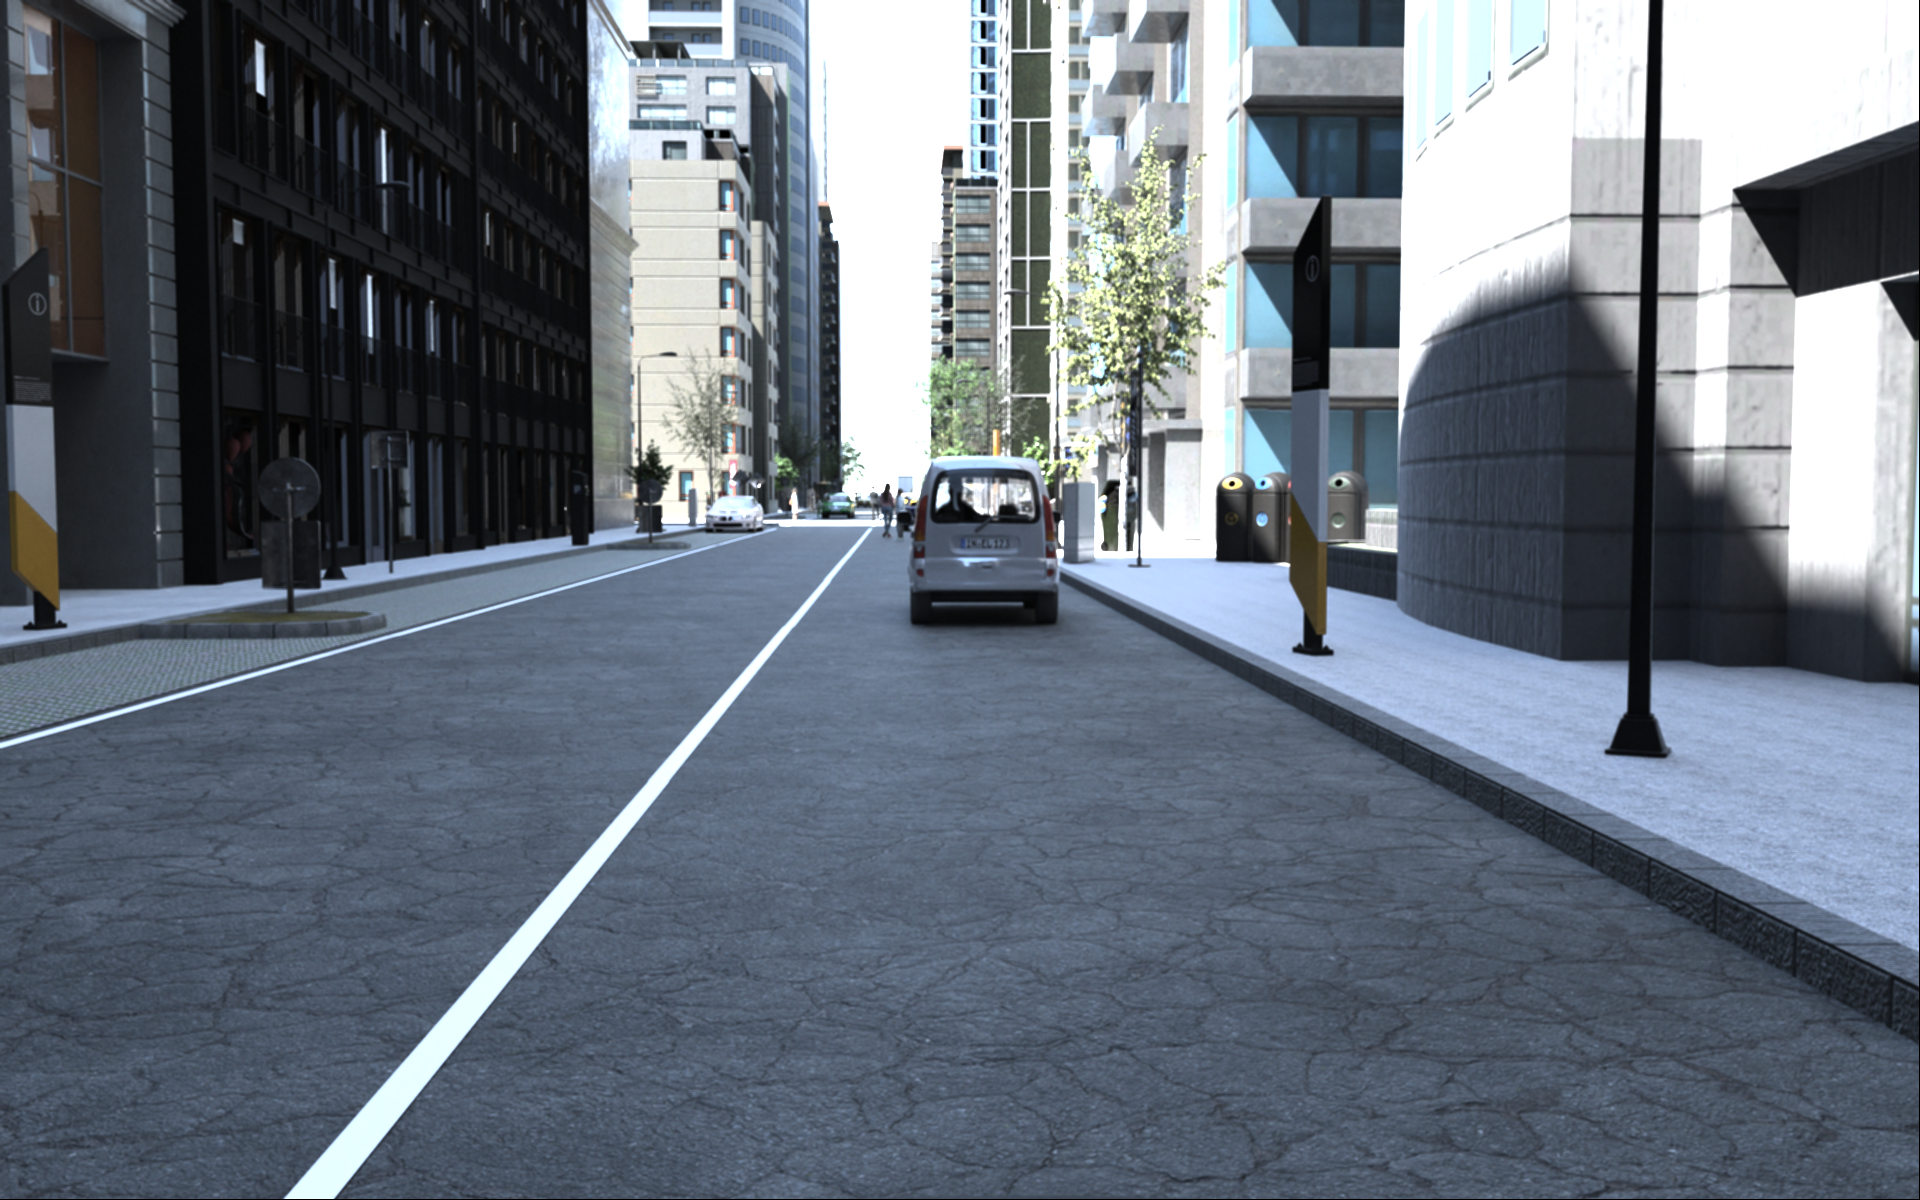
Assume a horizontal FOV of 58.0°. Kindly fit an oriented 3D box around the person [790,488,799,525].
[{"bbox_3d":[-7.683,-4.353,80.683,0.522,1.701,0.512,-1,4,-22],"label":"person"}]

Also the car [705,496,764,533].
[{"bbox_3d":[-8.515,-3.256,65.591,2.083,1.381,4.827,0,4,-1],"label":"car"}]

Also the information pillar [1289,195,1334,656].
[{"bbox_3d":[2.811,-1.378,13.884,0.183,3.616,0.504,-1,4,-17],"label":"information pillar"}]

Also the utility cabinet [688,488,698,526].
[{"bbox_3d":[-10.585,-3.668,68.644,0.318,1.500,1.173,0,4,-5],"label":"utility cabinet"}]

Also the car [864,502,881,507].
[{"bbox_3d":[-9.882,-11.224,195.867,2.083,1.381,4.827,0,3,0],"label":"car"}]

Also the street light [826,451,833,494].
[{"bbox_3d":[-14.408,-13.031,185.593,1.470,5.913,1.316,0,4,-2],"label":"street light"}]

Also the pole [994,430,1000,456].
[{"bbox_3d":[1.180,-3.761,55.341,0.158,3.312,0.155,0,3,0],"label":"pole"}]

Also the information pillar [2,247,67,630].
[{"bbox_3d":[-8.731,-1.525,16.296,0.183,3.616,0.504,1,4,17],"label":"information pillar"}]

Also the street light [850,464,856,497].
[{"bbox_3d":[-17.287,-18.069,267.971,1.470,5.913,1.316,0,4,-2],"label":"street light"}]

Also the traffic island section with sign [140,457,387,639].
[{"bbox_3d":[-7.103,-0.571,17.962,1.989,1.847,2.006,0,4,-2],"label":"traffic island section with sign"}]

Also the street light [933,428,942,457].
[{"bbox_3d":[-1.219,-9.153,122.192,1.470,5.913,1.316,0,4,-2],"label":"street light"}]

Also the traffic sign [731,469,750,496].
[{"bbox_3d":[-8.886,-4.064,70.088,0.795,2.450,0.064,0,4,-2],"label":"traffic sign"}]

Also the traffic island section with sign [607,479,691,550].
[{"bbox_3d":[-8.061,-2.230,45.096,1.989,1.847,2.006,0,4,-2],"label":"traffic island section with sign"}]

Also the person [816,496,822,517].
[{"bbox_3d":[-8.663,-5.771,107.112,0.590,1.304,0.306,-2,4,-27],"label":"person"}]

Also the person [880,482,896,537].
[{"bbox_3d":[-2.376,-2.995,57.470,0.555,1.821,0.388,0,4,3],"label":"person"}]

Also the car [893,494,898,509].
[{"bbox_3d":[-5.533,-9.348,162.629,2.009,1.686,4.222,0,4,-1],"label":"car"}]

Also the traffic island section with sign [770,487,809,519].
[{"bbox_3d":[-9.973,-5.614,100.412,1.989,1.847,2.006,0,4,-2],"label":"traffic island section with sign"}]

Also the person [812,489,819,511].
[{"bbox_3d":[-11.387,-7.766,135.430,0.822,1.834,0.622,-1,4,-13],"label":"person"}]

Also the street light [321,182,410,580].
[{"bbox_3d":[-8.869,-3.263,25.883,1.470,5.913,1.316,0,4,-2],"label":"street light"}]

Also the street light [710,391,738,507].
[{"bbox_3d":[-10.657,-6.440,77.834,1.470,5.913,1.316,0,4,-2],"label":"street light"}]

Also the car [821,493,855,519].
[{"bbox_3d":[-7.227,-5.751,102.831,1.959,1.807,4.718,0,3,0],"label":"car"}]

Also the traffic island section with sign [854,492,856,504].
[{"bbox_3d":[-13.583,-11.994,204.731,1.989,1.847,2.006,0,4,-2],"label":"traffic island section with sign"}]

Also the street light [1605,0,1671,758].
[{"bbox_3d":[2.823,-2.193,8.400,1.470,5.913,1.316,0,4,-2],"label":"street light"}]

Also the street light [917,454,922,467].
[{"bbox_3d":[-3.885,-13.862,199.180,1.470,5.913,1.316,0,4,-2],"label":"street light"}]

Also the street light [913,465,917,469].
[{"bbox_3d":[-5.649,-16.977,250.115,1.470,5.913,1.316,0,4,-2],"label":"street light"}]

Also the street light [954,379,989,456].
[{"bbox_3d":[0.609,-5.975,70.228,1.470,5.913,1.316,0,4,-2],"label":"street light"}]

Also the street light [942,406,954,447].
[{"bbox_3d":[-0.050,-7.286,91.664,1.470,5.913,1.316,0,4,-2],"label":"street light"}]

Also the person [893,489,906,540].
[{"bbox_3d":[-1.861,-2.654,53.711,0.330,1.601,0.589,1,4,22],"label":"person"}]

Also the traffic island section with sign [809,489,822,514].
[{"bbox_3d":[-10.916,-7.276,127.583,1.989,1.847,2.006,0,4,-2],"label":"traffic island section with sign"}]

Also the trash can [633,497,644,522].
[{"bbox_3d":[-14.806,-4.142,79.368,0.748,1.137,0.748,0,3,0],"label":"trash can"}]

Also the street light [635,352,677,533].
[{"bbox_3d":[-9.958,-5.154,56.809,1.470,5.913,1.316,0,4,-2],"label":"street light"}]

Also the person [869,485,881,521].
[{"bbox_3d":[-4.565,-5.183,92.611,0.648,1.900,0.474,0,4,-1],"label":"person"}]

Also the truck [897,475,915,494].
[{"bbox_3d":[-8.188,-16.678,261.596,2.839,4.237,11.283,0,4,-1],"label":"truck"}]

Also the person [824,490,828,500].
[{"bbox_3d":[-9.499,-7.065,124.587,0.480,1.755,0.524,0,4,6],"label":"person"}]

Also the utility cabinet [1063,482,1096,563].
[{"bbox_3d":[2.228,-1.453,32.432,0.318,1.500,1.173,1,4,21],"label":"utility cabinet"}]

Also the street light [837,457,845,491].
[{"bbox_3d":[-15.427,-14.901,216.177,1.470,5.913,1.316,0,4,-2],"label":"street light"}]

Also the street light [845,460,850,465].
[{"bbox_3d":[-16.191,-16.202,237.440,1.470,5.913,1.316,0,4,-2],"label":"street light"}]

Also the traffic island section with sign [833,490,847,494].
[{"bbox_3d":[-12.641,-10.330,177.522,1.989,1.847,2.006,0,4,-2],"label":"traffic island section with sign"}]

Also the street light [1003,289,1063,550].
[{"bbox_3d":[1.682,-4.096,39.505,1.470,5.913,1.316,0,4,-2],"label":"street light"}]

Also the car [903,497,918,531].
[{"bbox_3d":[-1.465,-3.421,68.521,1.945,1.354,3.894,0,4,-4],"label":"car"}]

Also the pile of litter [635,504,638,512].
[{"bbox_3d":[-15.279,-4.200,82.627,1.719,0.858,1.176,-2,4,-25],"label":"pile of litter"}]

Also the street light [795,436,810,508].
[{"bbox_3d":[-12.686,-10.175,138.902,1.470,5.913,1.316,0,4,-2],"label":"street light"}]

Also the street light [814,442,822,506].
[{"bbox_3d":[-13.257,-11.120,154.347,1.470,5.913,1.316,0,4,-2],"label":"street light"}]

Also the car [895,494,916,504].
[{"bbox_3d":[-4.089,-7.642,135.170,2.015,1.641,3.980,0,4,-4],"label":"car"}]

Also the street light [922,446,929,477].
[{"bbox_3d":[-2.716,-11.933,167.643,1.470,5.913,1.316,0,4,-2],"label":"street light"}]

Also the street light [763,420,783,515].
[{"bbox_3d":[-11.739,-8.307,108.366,1.470,5.913,1.316,0,4,-2],"label":"street light"}]

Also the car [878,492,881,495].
[{"bbox_3d":[-13.854,-18.381,309.206,2.281,1.827,5.304,0,4,-2],"label":"car"}]

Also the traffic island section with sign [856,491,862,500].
[{"bbox_3d":[-16.468,-17.060,287.565,1.989,1.847,2.006,0,4,-2],"label":"traffic island section with sign"}]

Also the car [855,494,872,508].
[{"bbox_3d":[-10.140,-10.606,183.636,2.015,1.641,3.980,0,4,-4],"label":"car"}]
